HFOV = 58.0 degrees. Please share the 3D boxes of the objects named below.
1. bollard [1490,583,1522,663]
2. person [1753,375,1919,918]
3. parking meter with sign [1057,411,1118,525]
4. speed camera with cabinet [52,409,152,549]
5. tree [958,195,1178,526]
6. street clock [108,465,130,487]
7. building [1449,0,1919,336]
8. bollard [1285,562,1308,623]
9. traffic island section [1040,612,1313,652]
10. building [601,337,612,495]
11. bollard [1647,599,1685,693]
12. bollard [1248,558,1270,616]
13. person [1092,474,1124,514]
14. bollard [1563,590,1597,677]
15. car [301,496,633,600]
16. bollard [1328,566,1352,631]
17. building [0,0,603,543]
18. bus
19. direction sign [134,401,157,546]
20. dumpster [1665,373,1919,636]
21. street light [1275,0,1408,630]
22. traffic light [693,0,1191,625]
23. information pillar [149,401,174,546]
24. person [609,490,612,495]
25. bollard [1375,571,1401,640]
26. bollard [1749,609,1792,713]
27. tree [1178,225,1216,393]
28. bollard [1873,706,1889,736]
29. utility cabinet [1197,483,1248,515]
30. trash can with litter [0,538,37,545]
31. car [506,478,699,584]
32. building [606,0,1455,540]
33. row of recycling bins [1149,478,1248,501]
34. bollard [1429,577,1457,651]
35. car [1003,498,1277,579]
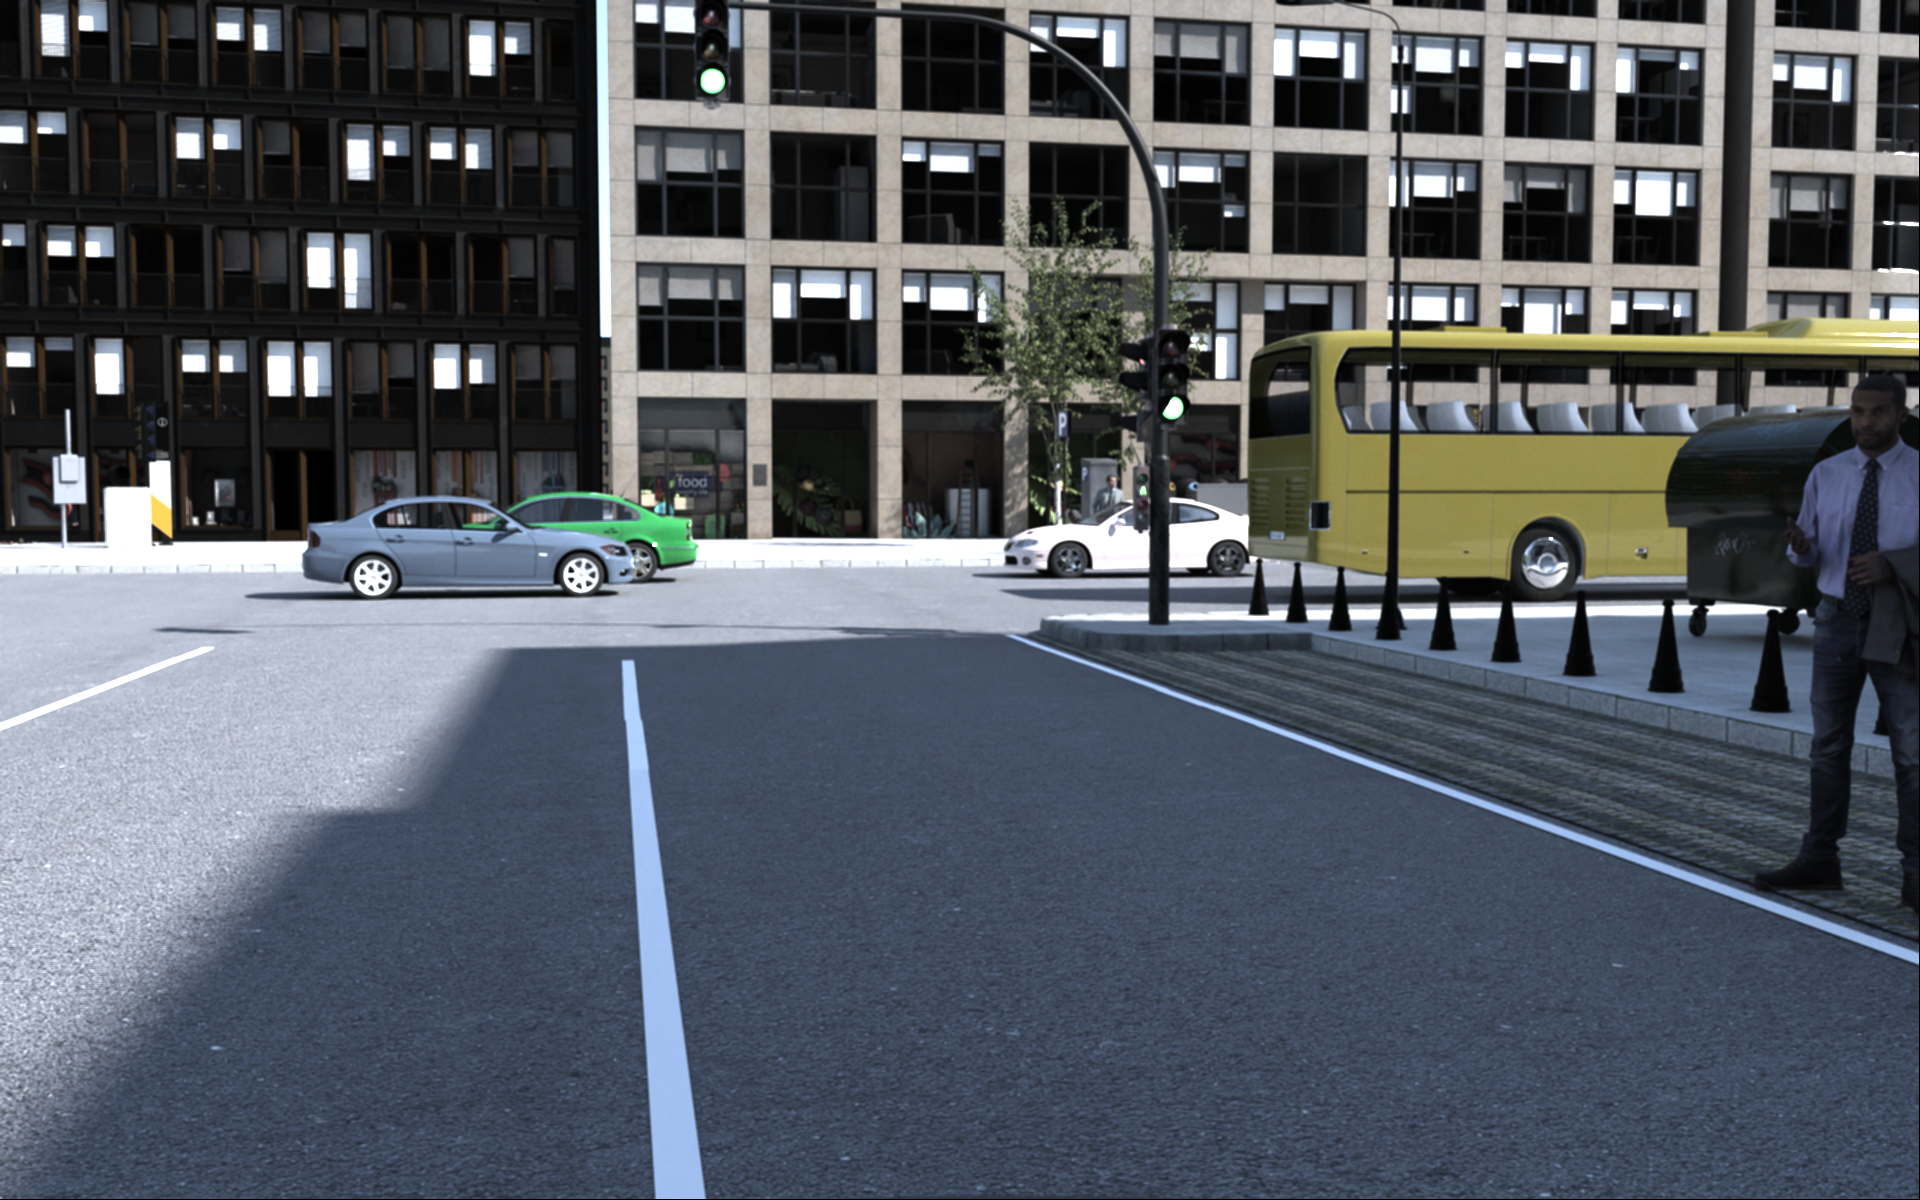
[{"bbox_3d":[4.191,0.169,13.275,0.229,0.601,0.229,0,3,0],"label":"bollard"},{"bbox_3d":[3.079,0.149,5.936,0.599,1.838,0.709,-3,5,-44],"label":"person"},{"bbox_3d":[2.967,-2.472,36.682,1.738,3.016,0.543,-1,4,-20],"label":"parking meter with sign"},{"bbox_3d":[-20.341,-2.856,41.037,2.038,3.252,0.660,-2,4,-30],"label":"speed camera with cabinet"},{"bbox_3d":[2.159,-5.595,41.840,4.737,8.622,4.395,0,3,0],"label":"tree"},{"bbox_3d":[-21.034,-2.373,43.363,0.358,2.002,0.471,2,4,30],"label":"street clock"},{"bbox_3d":[39.363,-16.023,66.486,34.151,26.468,19.350,-1,4,-11],"label":"building"},{"bbox_3d":[3.376,-0.079,17.339,0.229,0.601,0.229,0,3,0],"label":"bollard"},{"bbox_3d":[1.971,0.317,17.092,2.009,0.180,2.903,-1,4,-11],"label":"traffic island section"},{"bbox_3d":[-52.836,-22.690,216.012,28.899,21.520,27.650,-1,4,-11],"label":"building"},{"bbox_3d":[4.596,0.293,11.252,0.229,0.601,0.229,0,3,0],"label":"bollard"},{"bbox_3d":[3.172,-0.142,18.365,0.229,0.601,0.229,0,3,0],"label":"bollard"},{"bbox_3d":[2.890,-1.532,33.655,0.635,1.810,0.391,-1,4,-13],"label":"person"},{"bbox_3d":[4.394,0.231,12.263,0.229,0.601,0.229,0,3,0],"label":"bollard"},{"bbox_3d":[-6.903,-0.763,24.483,4.499,1.417,2.014,-1,4,-13],"label":"car"},{"bbox_3d":[3.583,-0.016,16.307,0.229,0.601,0.229,0,3,0],"label":"bollard"},{"bbox_3d":[-18.957,-13.598,52.005,15.834,23.373,12.332,-1,4,-11],"label":"building"},{"bbox_3d":[10.286,-2.012,24.436,12.252,3.916,2.896,-1,4,-11],"label":"bus"},{"bbox_3d":[-19.948,-3.085,42.445,0.876,3.537,0.379,2,4,35],"label":"direction sign"},{"bbox_3d":[7.293,-0.758,14.881,1.502,2.255,1.985,-1,4,-11],"label":"dumpster"},{"bbox_3d":[3.587,-2.672,16.236,1.470,5.913,1.316,-1,4,-11],"label":"street light"},{"bbox_3d":[-0.104,-2.554,16.420,4.771,5.953,1.251,-1,4,-11],"label":"traffic light"},{"bbox_3d":[-19.906,-3.166,43.120,0.504,3.616,0.183,-2,4,-27],"label":"information pillar"},{"bbox_3d":[-25.299,-7.140,125.927,1.217,1.739,0.721,-1,4,-12],"label":"person"},{"bbox_3d":[3.788,0.045,15.300,0.229,0.601,0.229,0,3,0],"label":"bollard"},{"bbox_3d":[4.803,0.355,10.245,0.229,0.601,0.229,0,3,0],"label":"bollard"},{"bbox_3d":[5.241,-5.972,48.003,4.737,8.622,4.395,0,3,0],"label":"tree"},{"bbox_3d":[5.005,0.416,9.235,0.229,0.601,0.229,0,3,0],"label":"bollard"},{"bbox_3d":[5.578,-1.698,36.438,1.173,1.500,0.318,1,4,13],"label":"utility cabinet"},{"bbox_3d":[-24.442,-2.005,43.842,1.678,1.210,2.233,3,4,38],"label":"trash can with litter"},{"bbox_3d":[-6.649,-1.192,28.284,4.718,1.807,1.959,-1,4,-9],"label":"car"},{"bbox_3d":[5.178,-15.617,59.855,34.151,26.468,19.350,-1,4,-11],"label":"building"},{"bbox_3d":[6.238,-2.296,44.646,3.534,1.692,1.069,-2,4,-25],"label":"row of recycling bins"},{"bbox_3d":[3.990,0.107,14.292,0.229,0.601,0.229,0,3,0],"label":"bollard"},{"bbox_3d":[3.148,-1.103,30.402,4.827,1.381,2.083,-1,4,-9],"label":"car"}]
